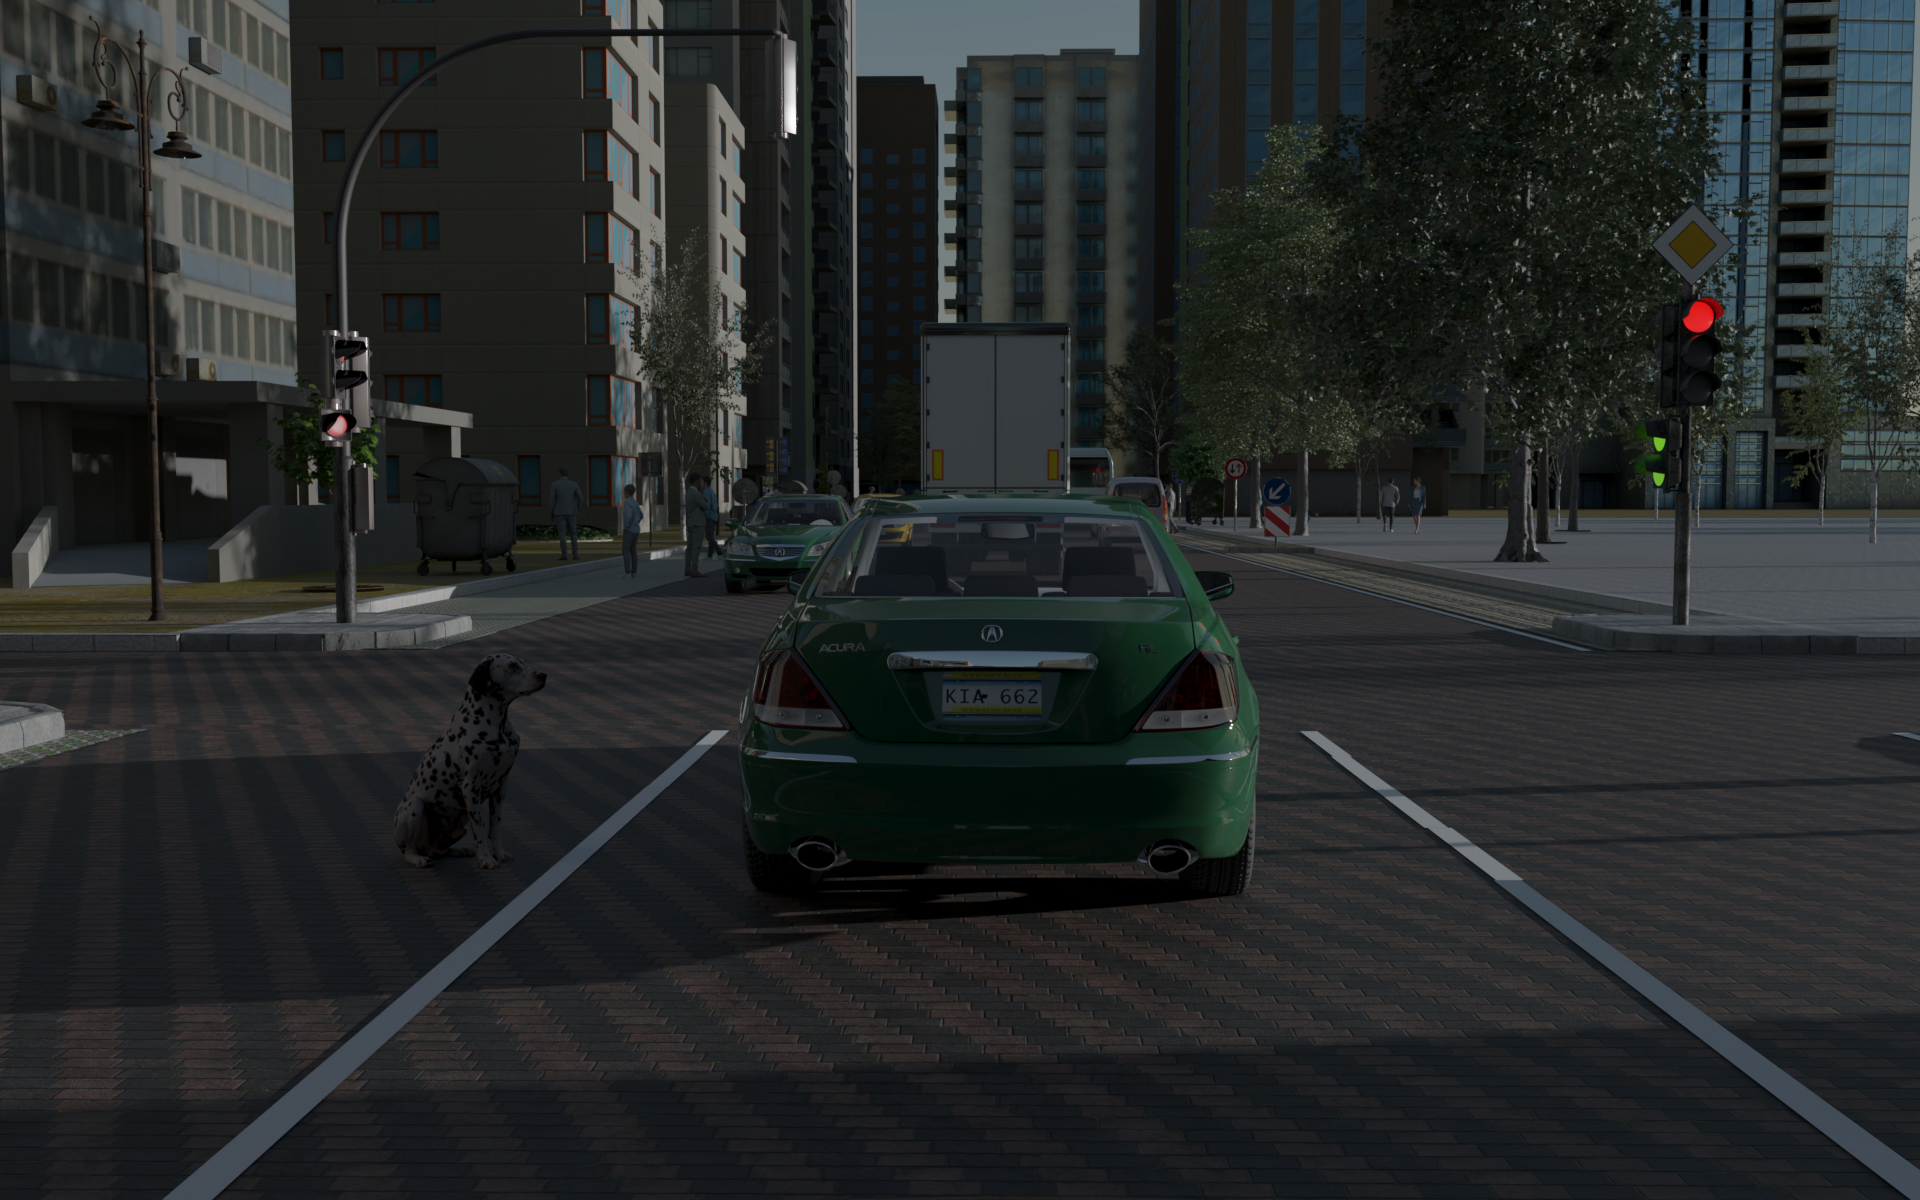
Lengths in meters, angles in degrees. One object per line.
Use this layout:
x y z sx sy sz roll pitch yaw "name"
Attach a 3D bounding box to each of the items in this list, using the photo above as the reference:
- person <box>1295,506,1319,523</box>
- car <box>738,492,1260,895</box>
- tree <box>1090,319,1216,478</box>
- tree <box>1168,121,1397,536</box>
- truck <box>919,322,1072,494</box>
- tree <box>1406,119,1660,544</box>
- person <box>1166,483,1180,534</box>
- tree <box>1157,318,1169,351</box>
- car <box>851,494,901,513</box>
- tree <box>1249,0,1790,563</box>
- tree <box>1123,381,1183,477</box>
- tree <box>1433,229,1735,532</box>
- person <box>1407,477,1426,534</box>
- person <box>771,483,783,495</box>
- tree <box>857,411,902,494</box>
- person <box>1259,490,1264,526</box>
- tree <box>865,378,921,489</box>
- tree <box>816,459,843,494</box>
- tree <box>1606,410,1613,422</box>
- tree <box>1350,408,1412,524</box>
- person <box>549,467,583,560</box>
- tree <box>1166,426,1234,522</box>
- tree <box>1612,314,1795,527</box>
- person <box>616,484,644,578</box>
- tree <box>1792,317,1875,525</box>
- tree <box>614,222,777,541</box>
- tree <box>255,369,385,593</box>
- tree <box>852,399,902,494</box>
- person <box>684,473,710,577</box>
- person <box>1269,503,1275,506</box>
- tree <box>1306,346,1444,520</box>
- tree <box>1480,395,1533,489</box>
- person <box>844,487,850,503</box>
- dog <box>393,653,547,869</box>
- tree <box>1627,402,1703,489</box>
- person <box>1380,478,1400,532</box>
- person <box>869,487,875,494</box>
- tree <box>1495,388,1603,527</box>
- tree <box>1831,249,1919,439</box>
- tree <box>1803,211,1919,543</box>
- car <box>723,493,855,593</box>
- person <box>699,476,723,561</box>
13.083 -3.306 65.602 1.012 1.151 0.738 0 4 -8 "person"
0.207 0.253 7.658 2.131 1.459 4.920 0 4 3 "car"
10.412 -9.684 92.752 7.601 10.594 8.767 1 4 12 "tree"
10.555 -8.298 53.803 7.486 12.596 7.792 0 3 0 "tree"
0.794 -2.751 33.899 2.839 4.237 11.283 0 4 2 "truck"
14.999 -7.273 44.675 9.928 11.665 9.643 0 3 0 "tree"
7.518 -3.278 62.213 0.853 1.813 0.709 1 4 19 "person"
11.154 -8.931 64.151 7.486 12.596 7.792 0 3 0 "tree"
-2.140 -2.183 45.917 2.015 1.641 3.980 0 4 0 "car"
10.535 -7.064 32.502 9.611 12.733 9.660 0 3 0 "tree"
11.781 -9.615 107.575 4.360 8.622 3.978 0 3 0 "tree"
21.031 -9.077 58.779 12.009 13.543 11.850 0 3 0 "tree"
14.747 -3.040 55.774 0.581 1.822 0.654 3 5 42 "person"
-5.776 -2.803 54.595 0.850 1.792 0.678 3 4 38 "person"
-6.923 -12.354 152.358 4.737 8.622 4.395 0 3 0 "tree"
11.854 -3.830 68.681 0.620 1.820 0.660 1 4 12 "person"
-5.512 -15.365 169.341 7.486 12.596 7.792 0 3 0 "tree"
-7.515 -6.169 95.464 1.663 3.219 1.824 0 3 0 "tree"
35.288 -8.422 88.060 4.737 8.622 4.395 0 3 0 "tree"
17.572 -7.623 75.001 4.360 8.622 3.978 0 3 0 "tree"
-7.659 -1.683 33.662 0.635 1.810 0.391 -2 4 -34 "person"
11.185 -5.872 79.728 4.285 4.588 4.351 0 3 0 "tree"
29.100 -7.189 67.910 4.737 8.622 4.395 0 3 0 "tree"
-5.631 -1.179 29.587 0.330 1.601 0.589 2 4 24 "person"
35.979 -7.444 72.064 4.737 8.622 4.395 0 3 0 "tree"
-7.440 -5.939 47.463 4.360 8.622 3.978 0 3 0 "tree"
-8.195 -1.740 23.047 1.663 3.219 1.824 0 3 0 "tree"
-6.207 -11.207 133.596 4.360 8.622 3.978 0 3 0 "tree"
-4.521 -1.302 29.967 0.466 1.800 0.511 -3 5 -44 "person"
14.969 -4.704 82.812 0.638 1.841 0.748 -1 4 -17 "person"
20.821 -9.336 87.051 7.601 10.594 8.767 2 4 28 "tree"
28.958 -8.460 88.690 4.737 8.622 4.395 0 3 0 "tree"
-7.439 -6.347 110.348 0.750 1.759 0.617 -2 4 -29 "person"
-1.998 0.609 6.874 0.513 0.831 0.800 -2 4 -30 "dog"
33.485 -7.968 80.644 4.360 8.622 3.978 0 3 0 "tree"
14.578 -3.235 58.780 0.661 1.843 0.795 1 4 16 "person"
-3.779 -4.042 75.143 0.362 1.759 0.519 -1 4 -12 "person"
25.500 -7.614 74.851 4.360 8.622 3.978 0 3 0 "tree"
33.920 -7.635 59.253 7.601 10.594 8.767 -1 4 -18 "tree"
24.041 -5.786 44.967 4.360 8.622 3.978 0 3 0 "tree"
-2.457 -0.911 26.689 2.131 1.459 4.920 0 4 2 "car"
-5.330 -1.755 37.212 0.620 1.820 0.660 0 4 2 "person"
